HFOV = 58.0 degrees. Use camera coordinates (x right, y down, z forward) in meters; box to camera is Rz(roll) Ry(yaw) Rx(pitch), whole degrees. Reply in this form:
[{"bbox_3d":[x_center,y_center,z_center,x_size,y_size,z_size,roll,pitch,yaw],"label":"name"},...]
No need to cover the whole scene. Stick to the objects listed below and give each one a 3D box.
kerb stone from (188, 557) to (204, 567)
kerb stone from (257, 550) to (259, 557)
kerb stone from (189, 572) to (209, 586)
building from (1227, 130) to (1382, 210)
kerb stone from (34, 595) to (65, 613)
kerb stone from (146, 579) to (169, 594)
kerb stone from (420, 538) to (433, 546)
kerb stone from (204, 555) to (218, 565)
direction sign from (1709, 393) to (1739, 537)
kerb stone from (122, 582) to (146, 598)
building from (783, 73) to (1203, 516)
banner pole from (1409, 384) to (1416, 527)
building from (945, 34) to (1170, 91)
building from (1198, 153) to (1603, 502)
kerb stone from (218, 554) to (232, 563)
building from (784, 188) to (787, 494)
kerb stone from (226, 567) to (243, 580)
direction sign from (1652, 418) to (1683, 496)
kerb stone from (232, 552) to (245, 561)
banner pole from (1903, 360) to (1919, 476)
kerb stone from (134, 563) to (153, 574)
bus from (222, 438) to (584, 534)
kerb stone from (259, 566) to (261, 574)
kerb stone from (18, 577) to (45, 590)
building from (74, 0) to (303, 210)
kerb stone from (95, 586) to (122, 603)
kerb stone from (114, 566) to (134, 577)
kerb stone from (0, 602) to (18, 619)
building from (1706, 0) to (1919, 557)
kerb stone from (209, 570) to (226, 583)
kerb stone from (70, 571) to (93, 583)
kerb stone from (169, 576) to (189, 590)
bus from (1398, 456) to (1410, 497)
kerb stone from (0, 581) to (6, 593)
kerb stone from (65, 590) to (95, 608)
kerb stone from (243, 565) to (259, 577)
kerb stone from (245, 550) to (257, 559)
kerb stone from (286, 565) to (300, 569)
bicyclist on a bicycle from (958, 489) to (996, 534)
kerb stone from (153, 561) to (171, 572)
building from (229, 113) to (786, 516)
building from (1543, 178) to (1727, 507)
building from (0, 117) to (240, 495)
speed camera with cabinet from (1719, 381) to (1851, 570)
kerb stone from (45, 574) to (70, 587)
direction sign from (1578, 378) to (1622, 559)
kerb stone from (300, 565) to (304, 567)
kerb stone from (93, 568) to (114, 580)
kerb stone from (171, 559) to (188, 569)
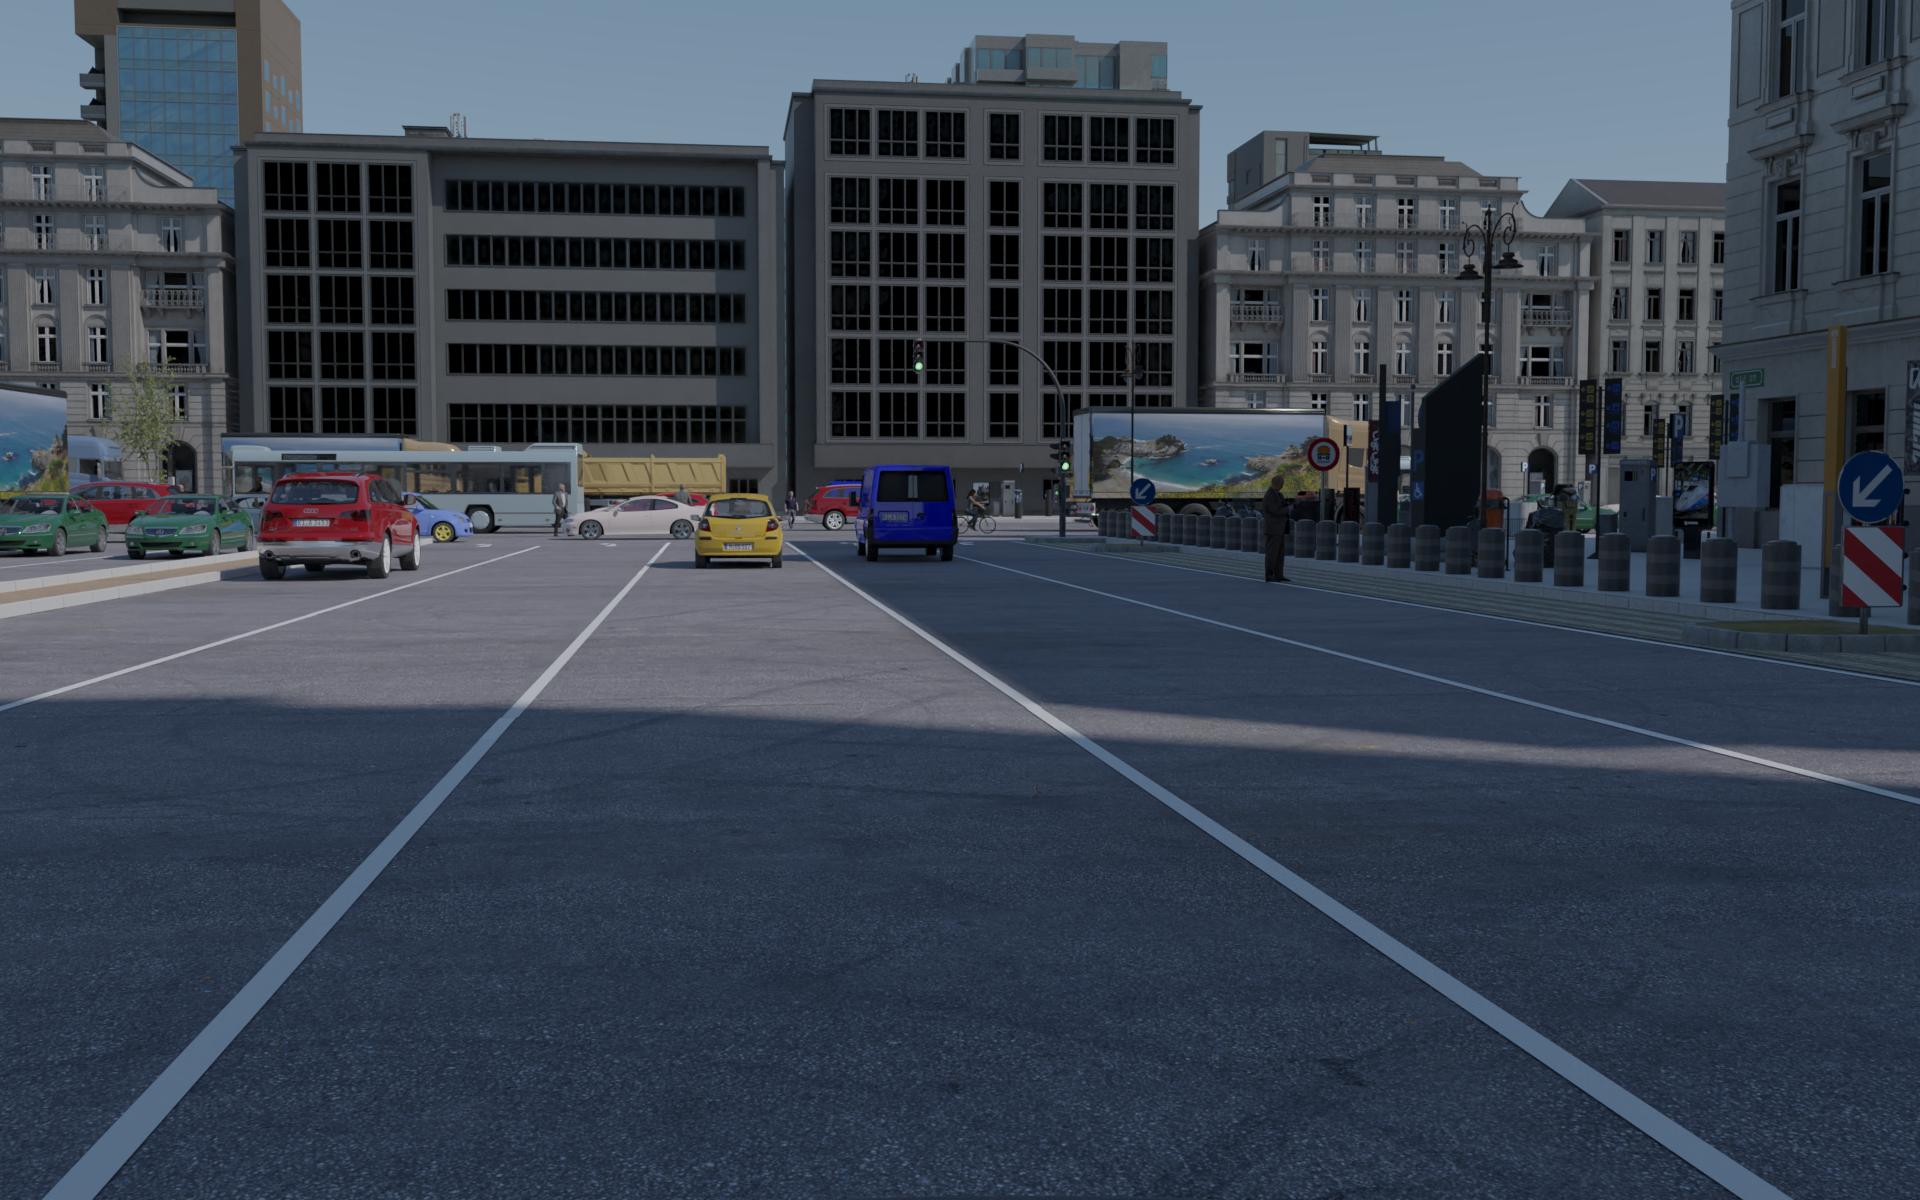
[{"bbox_3d":[-15.190,-0.733,34.184,0.120,0.150,1.000,0,4,-8],"label":"kerb stone"},{"bbox_3d":[-15.921,-1.045,39.279,0.120,0.150,1.000,0,4,-8],"label":"kerb stone"},{"bbox_3d":[-12.100,-0.312,27.314,0.120,0.150,1.000,0,4,-8],"label":"kerb stone"},{"bbox_3d":[39.117,-31.497,198.565,14.086,41.232,14.154,0,4,-8],"label":"building"},{"bbox_3d":[-11.234,0.061,21.203,0.120,0.150,1.000,0,4,-8],"label":"kerb stone"},{"bbox_3d":[-11.807,-0.189,25.280,0.120,0.150,1.000,0,4,-8],"label":"kerb stone"},{"bbox_3d":[-15.300,-1.682,49.765,0.120,0.150,1.000,0,4,-8],"label":"kerb stone"},{"bbox_3d":[-15.345,-0.795,35.200,0.120,0.150,1.000,0,4,-8],"label":"kerb stone"},{"bbox_3d":[17.354,-2.892,39.280,0.379,3.537,0.876,-2,4,-27],"label":"direction sign"},{"bbox_3d":[-11.661,-0.126,24.260,0.120,0.150,1.000,0,4,-8],"label":"kerb stone"},{"bbox_3d":[1.552,-19.114,106.021,24.014,27.812,14.314,0,4,-8],"label":"building"},{"bbox_3d":[10.320,-3.033,39.612,0.401,3.779,0.863,1,4,11],"label":"banner pole"},{"bbox_3d":[9.150,-34.641,185.995,23.786,49.044,30.456,0,4,-8],"label":"building"},{"bbox_3d":[25.525,-16.302,108.332,24.055,21.916,13.314,0,4,-8],"label":"building"},{"bbox_3d":[-15.490,-0.858,36.220,0.120,0.150,1.000,0,4,-8],"label":"kerb stone"},{"bbox_3d":[-34.599,-39.519,265.746,30.456,49.044,23.786,0,4,-8],"label":"building"},{"bbox_3d":[-12.390,-0.438,29.353,0.120,0.150,1.000,0,4,-8],"label":"kerb stone"},{"bbox_3d":[21.161,-3.660,51.836,0.876,3.537,0.379,3,5,40],"label":"direction sign"},{"bbox_3d":[-15.633,-0.919,37.238,0.120,0.150,1.000,0,4,-8],"label":"kerb stone"},{"bbox_3d":[15.833,-2.342,28.308,0.401,3.779,0.863,-2,4,-34],"label":"banner pole"},{"bbox_3d":[-14.762,-0.545,31.103,0.120,0.150,1.000,0,4,-8],"label":"kerb stone"},{"bbox_3d":[-20.498,-4.156,62.815,13.247,3.499,2.948,0,4,-7],"label":"bus"},{"bbox_3d":[-12.685,-0.562,31.387,0.120,0.150,1.000,0,4,-8],"label":"kerb stone"},{"bbox_3d":[-14.031,-0.227,25.999,0.120,0.150,1.000,0,4,-8],"label":"kerb stone"},{"bbox_3d":[-64.534,-30.418,147.449,14.600,45.320,14.200,0,4,-8],"label":"building"},{"bbox_3d":[-11.520,-0.062,23.241,0.120,0.150,1.000,0,4,-8],"label":"kerb stone"},{"bbox_3d":[-14.612,-0.481,30.078,0.120,0.150,1.000,0,4,-8],"label":"kerb stone"},{"bbox_3d":[-11.083,0.123,20.181,0.120,0.150,1.000,0,4,-8],"label":"kerb stone"},{"bbox_3d":[29.190,-14.965,21.087,17.030,29.872,44.131,0,4,-8],"label":"building"},{"bbox_3d":[-12.248,-0.374,28.336,0.120,0.150,1.000,0,4,-8],"label":"kerb stone"},{"bbox_3d":[-14.317,-0.352,28.038,0.120,0.150,1.000,0,4,-8],"label":"kerb stone"},{"bbox_3d":[-11.958,-0.251,26.297,0.120,0.150,1.000,0,4,-8],"label":"kerb stone"},{"bbox_3d":[16.881,-5.183,79.605,13.247,3.499,2.948,-1,4,-9],"label":"bus"},{"bbox_3d":[-13.891,-0.170,24.975,0.120,0.150,1.000,0,4,-8],"label":"kerb stone"},{"bbox_3d":[-11.372,-0.002,22.221,0.120,0.150,1.000,0,4,-8],"label":"kerb stone"},{"bbox_3d":[-12.540,-0.500,30.370,0.120,0.150,1.000,0,4,-8],"label":"kerb stone"},{"bbox_3d":[-15.777,-0.983,38.261,0.120,0.150,1.000,0,4,-8],"label":"kerb stone"},{"bbox_3d":[-12.970,-0.687,33.436,0.120,0.150,1.000,0,4,-8],"label":"kerb stone"},{"bbox_3d":[0.508,-3.206,62.447,1.625,1.676,1.499,0,4,-7],"label":"bicyclist on a bicycle"},{"bbox_3d":[-14.901,-0.608,32.130,0.120,0.150,1.000,0,4,-8],"label":"kerb stone"},{"bbox_3d":[-25.536,-17.312,102.124,30.058,24.678,14.314,0,4,-8],"label":"building"},{"bbox_3d":[46.651,-15.960,110.101,18.267,20.994,9.793,0,4,-8],"label":"building"},{"bbox_3d":[-52.256,-15.666,97.937,24.055,21.916,13.314,0,4,-8],"label":"building"},{"bbox_3d":[14.300,-2.183,30.023,0.660,3.252,2.038,-3,5,-42],"label":"speed camera with cabinet"},{"bbox_3d":[-14.174,-0.291,27.020,0.120,0.150,1.000,0,4,-8],"label":"kerb stone"},{"bbox_3d":[12.595,-2.578,34.145,0.379,3.537,0.876,-3,5,-42],"label":"direction sign"},{"bbox_3d":[-13.119,-0.750,34.452,0.120,0.150,1.000,0,4,-8],"label":"kerb stone"},{"bbox_3d":[-14.471,-0.419,29.054,0.120,0.150,1.000,0,4,-8],"label":"kerb stone"},{"bbox_3d":[-15.048,-0.671,33.161,0.120,0.150,1.000,0,4,-8],"label":"kerb stone"}]
